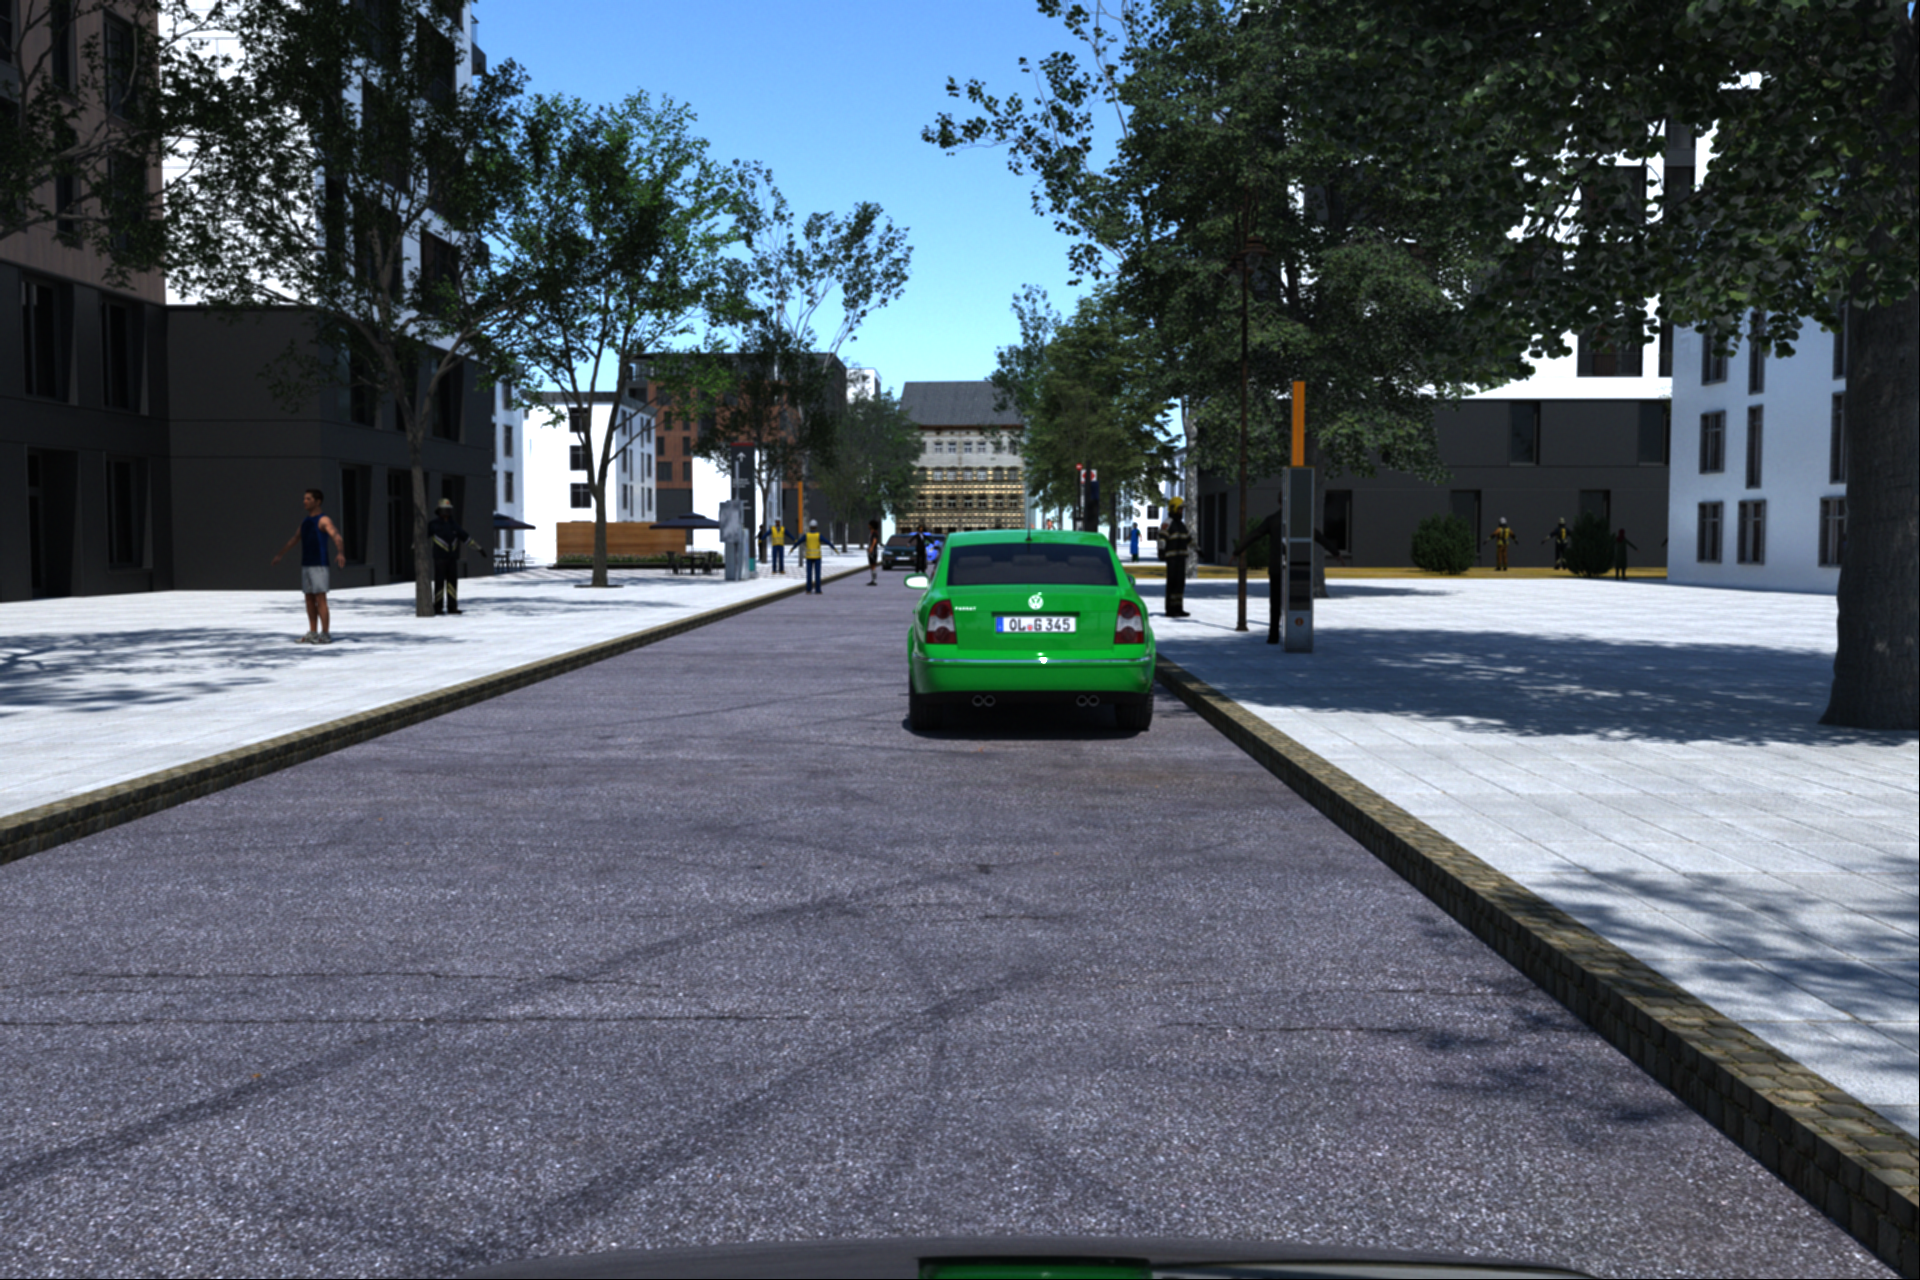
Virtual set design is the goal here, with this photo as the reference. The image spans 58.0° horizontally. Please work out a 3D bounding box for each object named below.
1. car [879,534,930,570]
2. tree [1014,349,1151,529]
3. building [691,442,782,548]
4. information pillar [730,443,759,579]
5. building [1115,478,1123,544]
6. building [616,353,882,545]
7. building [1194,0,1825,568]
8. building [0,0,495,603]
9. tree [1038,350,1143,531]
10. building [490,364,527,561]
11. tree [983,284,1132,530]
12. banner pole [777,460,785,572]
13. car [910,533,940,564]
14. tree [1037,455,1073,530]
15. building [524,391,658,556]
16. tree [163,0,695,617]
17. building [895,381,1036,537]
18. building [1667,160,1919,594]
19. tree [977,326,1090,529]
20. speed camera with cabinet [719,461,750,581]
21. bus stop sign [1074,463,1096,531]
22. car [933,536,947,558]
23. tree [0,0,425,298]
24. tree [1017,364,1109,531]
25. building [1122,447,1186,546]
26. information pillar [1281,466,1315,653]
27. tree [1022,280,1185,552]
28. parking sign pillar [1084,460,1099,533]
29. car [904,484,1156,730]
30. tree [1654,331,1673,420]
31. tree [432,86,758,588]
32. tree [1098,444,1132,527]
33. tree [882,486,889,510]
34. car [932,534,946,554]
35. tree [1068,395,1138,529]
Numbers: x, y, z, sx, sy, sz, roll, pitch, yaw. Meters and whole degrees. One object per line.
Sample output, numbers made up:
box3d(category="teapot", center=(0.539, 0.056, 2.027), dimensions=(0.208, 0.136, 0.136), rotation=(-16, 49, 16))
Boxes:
box3d(category="car", center=(-2.207, -3.663, 69.676), dimensions=(2.009, 1.686, 4.222), rotation=(0, 4, 1))
box3d(category="tree", center=(6.855, -10.453, 96.669), dimensions=(9.928, 11.665, 9.643), rotation=(0, 3, 0))
box3d(category="building", center=(-22.045, -14.024, 171.444), dimensions=(9.099, 9.664, 28.070), rotation=(0, 3, 0))
box3d(category="information pillar", center=(-6.170, -3.668, 49.350), dimensions=(0.750, 3.857, 0.750), rotation=(0, 4, 0))
box3d(category="building", center=(24.664, -16.801, 216.841), dimensions=(9.099, 9.664, 28.070), rotation=(0, 4, 0))
box3d(category="building", center=(-24.465, -22.474, 211.417), dimensions=(27.936, 21.610, 32.646), rotation=(0, 4, 1))
box3d(category="building", center=(24.628, -14.531, 81.551), dimensions=(27.936, 21.610, 32.646), rotation=(0, 4, 0))
box3d(category="building", center=(-28.308, -11.769, 36.392), dimensions=(27.936, 21.610, 32.646), rotation=(0, 4, 0))
box3d(category="tree", center=(4.864, -7.276, 69.332), dimensions=(4.360, 8.622, 3.978), rotation=(0, 3, 0))
box3d(category="building", center=(-26.153, -8.817, 86.303), dimensions=(9.099, 9.664, 28.070), rotation=(0, 4, 1))
box3d(category="tree", center=(6.307, -16.981, 133.533), dimensions=(12.611, 20.169, 13.585), rotation=(0, 3, 0))
box3d(category="banner pole", center=(-6.090, -4.188, 58.488), dimensions=(0.401, 3.779, 0.863), rotation=(0, 3, 0))
box3d(category="car", center=(-1.946, -4.557, 84.102), dimensions=(1.945, 1.707, 3.694), rotation=(0, 4, 0))
box3d(category="tree", center=(7.133, -10.473, 121.593), dimensions=(4.737, 8.622, 4.395), rotation=(0, 3, 0))
box3d(category="building", center=(-24.792, -10.635, 116.029), dimensions=(9.099, 9.664, 28.070), rotation=(0, 4, 0))
box3d(category="tree", center=(-8.311, -5.655, 26.879), dimensions=(8.767, 10.594, 7.601), rotation=(0, 4, -7))
box3d(category="building", center=(1.122, -25.294, 246.948), dimensions=(18.063, 23.208, 19.493), rotation=(0, 4, 7))
box3d(category="building", center=(23.070, -5.476, 31.683), dimensions=(9.099, 9.664, 28.070), rotation=(0, 4, 0))
box3d(category="tree", center=(7.678, -18.368, 156.204), dimensions=(12.611, 20.169, 13.585), rotation=(0, 3, 0))
box3d(category="speed camera with cabinet", center=(-6.228, -3.266, 47.740), dimensions=(0.660, 3.252, 2.038), rotation=(0, 4, 0))
box3d(category="bus stop sign", center=(4.720, -4.695, 65.470), dimensions=(0.855, 3.939, 0.416), rotation=(0, 4, 1))
box3d(category="car", center=(0.150, -2.758, 54.874), dimensions=(2.009, 1.686, 4.222), rotation=(0, 4, 0))
box3d(category="tree", center=(-9.105, -4.944, 15.244), dimensions=(8.767, 10.594, 7.601), rotation=(-2, 4, -33))
box3d(category="tree", center=(7.162, -11.864, 112.107), dimensions=(7.486, 12.596, 7.792), rotation=(0, 3, 0))
box3d(category="building", center=(22.451, -14.559, 180.183), dimensions=(9.099, 9.664, 28.070), rotation=(0, 4, 1))
box3d(category="information pillar", center=(3.662, -0.874, 18.782), dimensions=(0.304, 2.012, 0.304), rotation=(0, 4, 1))
box3d(category="tree", center=(6.516, -9.778, 77.993), dimensions=(7.486, 12.596, 7.792), rotation=(0, 3, 0))
box3d(category="parking sign pillar", center=(4.814, -4.597, 63.630), dimensions=(1.447, 3.967, 1.447), rotation=(0, 4, 0))
box3d(category="car", center=(0.509, -0.320, 14.028), dimensions=(1.959, 1.807, 4.718), rotation=(0, 4, 0))
box3d(category="tree", center=(25.180, -6.614, 58.506), dimensions=(4.360, 8.622, 3.978), rotation=(0, 3, 0))
box3d(category="tree", center=(-8.654, -7.057, 41.145), dimensions=(9.928, 11.665, 9.643), rotation=(0, 3, 0))
box3d(category="tree", center=(22.237, -20.457, 241.120), dimensions=(9.857, 13.997, 8.962), rotation=(0, 3, 0))
box3d(category="tree", center=(-11.240, -18.190, 247.760), dimensions=(4.360, 8.622, 3.978), rotation=(0, 3, 0))
box3d(category="car", center=(-1.568, -6.000, 110.097), dimensions=(2.014, 1.417, 4.499), rotation=(0, 4, 0))
box3d(category="tree", center=(6.574, -8.396, 87.629), dimensions=(4.360, 8.622, 3.978), rotation=(0, 3, 0))
